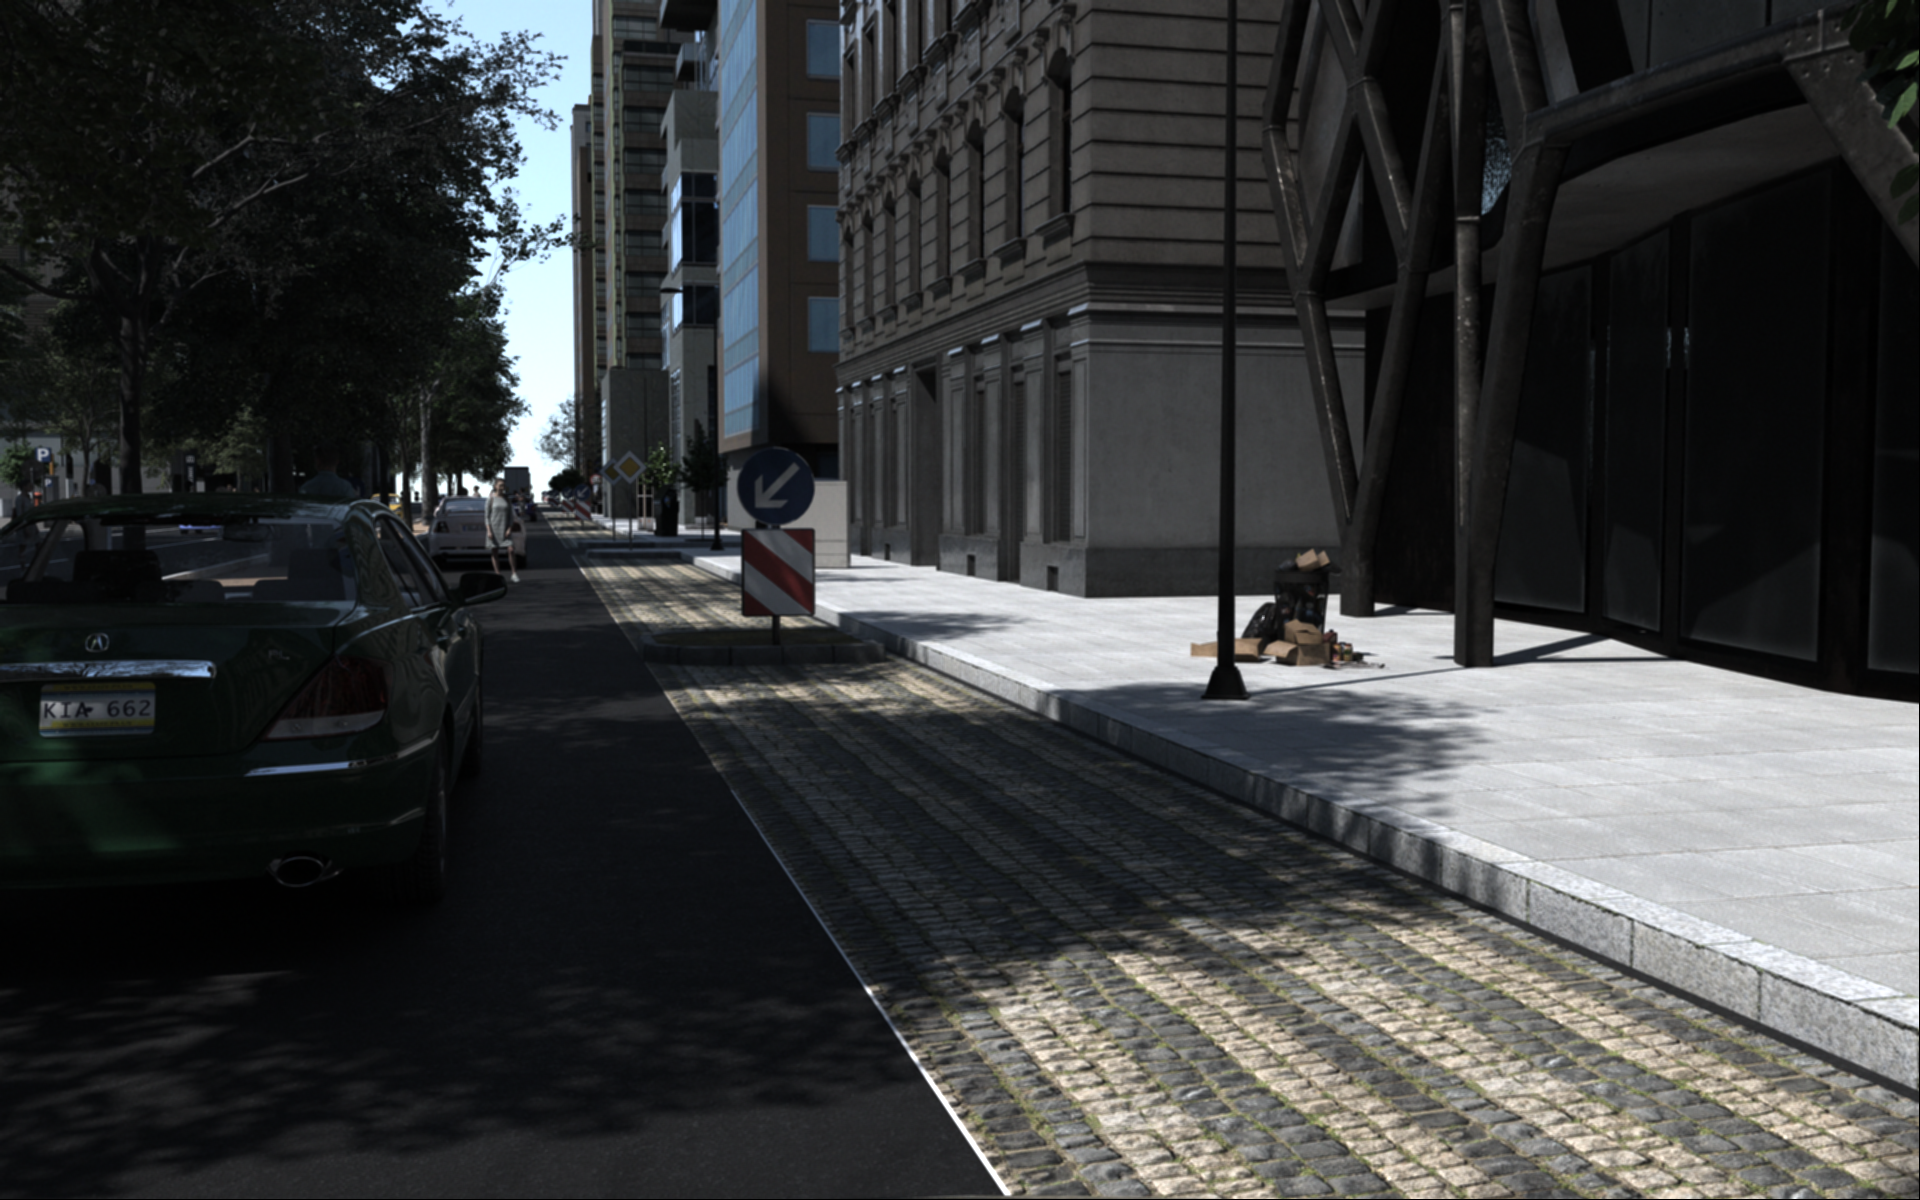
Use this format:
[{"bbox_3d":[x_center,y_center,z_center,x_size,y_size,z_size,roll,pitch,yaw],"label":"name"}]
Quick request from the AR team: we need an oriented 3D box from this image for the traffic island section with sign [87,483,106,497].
[{"bbox_3d":[-31.814,-3.370,63.726,1.989,1.847,2.006,-1,4,-14],"label":"traffic island section with sign"}]

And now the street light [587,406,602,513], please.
[{"bbox_3d":[-18.833,-7.248,91.044,1.470,5.913,1.316,-1,4,-14],"label":"street light"}]

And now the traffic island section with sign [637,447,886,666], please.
[{"bbox_3d":[-1.832,-0.410,15.337,1.989,1.847,2.006,-1,4,-14],"label":"traffic island section with sign"}]

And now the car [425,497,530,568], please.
[{"bbox_3d":[-9.718,-1.379,34.917,2.083,1.381,4.827,-1,4,-15],"label":"car"}]

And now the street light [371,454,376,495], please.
[{"bbox_3d":[-66.724,-13.803,198.227,1.470,5.913,1.316,-1,4,-14],"label":"street light"}]

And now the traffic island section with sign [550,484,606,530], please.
[{"bbox_3d":[-15.171,-3.693,69.011,1.989,1.847,2.006,-1,4,-14],"label":"traffic island section with sign"}]

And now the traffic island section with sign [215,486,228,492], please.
[{"bbox_3d":[-38.316,-4.970,89.888,1.989,1.847,2.006,-1,4,-14],"label":"traffic island section with sign"}]

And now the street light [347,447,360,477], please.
[{"bbox_3d":[-60.377,-12.221,172.358,1.470,5.913,1.316,-1,4,-14],"label":"street light"}]

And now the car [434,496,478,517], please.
[{"bbox_3d":[-16.951,-2.870,59.289,2.083,1.381,4.827,-1,4,-12],"label":"car"}]

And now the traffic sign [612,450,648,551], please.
[{"bbox_3d":[-7.487,-2.182,39.312,0.795,2.450,0.064,-1,4,-14],"label":"traffic sign"}]

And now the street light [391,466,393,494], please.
[{"bbox_3d":[-73.596,-15.508,226.094,1.470,5.913,1.316,-1,4,-14],"label":"street light"}]

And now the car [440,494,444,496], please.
[{"bbox_3d":[-71.971,-14.055,239.387,1.945,1.707,3.694,-1,4,-15],"label":"car"}]

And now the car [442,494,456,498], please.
[{"bbox_3d":[-46.741,-8.976,158.755,2.014,1.417,4.499,-1,4,-14],"label":"car"}]

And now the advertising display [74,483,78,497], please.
[{"bbox_3d":[-51.511,-5.836,100.634,0.123,1.923,0.974,0,4,-7],"label":"advertising display"}]

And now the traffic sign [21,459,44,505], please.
[{"bbox_3d":[-33.510,-3.823,62.613,0.768,2.556,0.104,-1,4,-13],"label":"traffic sign"}]

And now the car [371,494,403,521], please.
[{"bbox_3d":[-27.370,-4.426,82.588,2.015,1.641,3.980,-1,4,-16],"label":"car"}]

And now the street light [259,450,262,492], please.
[{"bbox_3d":[-46.527,-8.810,116.591,1.470,5.913,1.316,-1,4,-14],"label":"street light"}]

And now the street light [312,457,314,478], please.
[{"bbox_3d":[-53.385,-10.515,144.460,1.470,5.913,1.316,-1,4,-14],"label":"street light"}]

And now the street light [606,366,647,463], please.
[{"bbox_3d":[-11.948,-5.522,62.834,1.470,5.913,1.316,-1,4,-14],"label":"street light"}]

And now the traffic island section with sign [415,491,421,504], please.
[{"bbox_3d":[-77.165,-14.532,246.229,1.989,1.847,2.006,-1,4,-14],"label":"traffic island section with sign"}]

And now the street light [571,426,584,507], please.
[{"bbox_3d":[-25.824,-8.971,119.212,1.470,5.913,1.316,-1,4,-14],"label":"street light"}]

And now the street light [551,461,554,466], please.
[{"bbox_3d":[-50.392,-15.013,218.001,1.470,5.913,1.316,-1,4,-14],"label":"street light"}]

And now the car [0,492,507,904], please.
[{"bbox_3d":[-3.016,0.276,7.278,2.131,1.459,4.920,-1,4,-13],"label":"car"}]

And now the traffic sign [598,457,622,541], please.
[{"bbox_3d":[-9.413,-2.656,47.063,0.795,2.450,0.064,-1,4,-14],"label":"traffic sign"}]

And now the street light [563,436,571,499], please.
[{"bbox_3d":[-30.665,-10.136,138.271,1.470,5.913,1.316,-1,4,-14],"label":"street light"}]

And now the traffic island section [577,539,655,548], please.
[{"bbox_3d":[-9.392,-1.521,47.145,2.009,0.180,2.903,-1,4,-14],"label":"traffic island section"}]

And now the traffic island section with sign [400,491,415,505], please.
[{"bbox_3d":[-70.536,-12.900,219.542,1.989,1.847,2.006,-1,4,-14],"label":"traffic island section with sign"}]

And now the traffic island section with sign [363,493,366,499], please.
[{"bbox_3d":[-57.232,-9.625,166.004,1.989,1.847,2.006,-1,4,-14],"label":"traffic island section with sign"}]

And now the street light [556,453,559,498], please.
[{"bbox_3d":[-44.476,-13.564,194.308,1.470,5.913,1.316,-1,4,-14],"label":"street light"}]

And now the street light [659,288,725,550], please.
[{"bbox_3d":[-6.073,-4.080,39.253,1.470,5.913,1.316,-1,4,-14],"label":"street light"}]

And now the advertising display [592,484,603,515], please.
[{"bbox_3d":[-22.462,-6.296,108.152,0.974,1.923,0.123,-2,4,-23],"label":"advertising display"}]

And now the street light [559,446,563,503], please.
[{"bbox_3d":[-37.471,-11.842,166.153,1.470,5.913,1.316,-1,4,-14],"label":"street light"}]

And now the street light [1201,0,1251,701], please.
[{"bbox_3d":[1.149,-2.329,10.620,1.470,5.913,1.316,-1,4,-14],"label":"street light"}]

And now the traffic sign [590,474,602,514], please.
[{"bbox_3d":[-22.983,-6.687,109.440,0.768,2.556,0.104,-1,4,-9],"label":"traffic sign"}]

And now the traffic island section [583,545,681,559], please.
[{"bbox_3d":[-7.466,-1.047,39.395,2.009,0.180,2.903,-1,4,-14],"label":"traffic island section"}]

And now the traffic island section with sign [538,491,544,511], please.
[{"bbox_3d":[-33.673,-8.246,143.457,1.989,1.847,2.006,-1,4,-14],"label":"traffic island section with sign"}]

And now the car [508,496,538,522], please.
[{"bbox_3d":[-22.883,-4.724,89.814,1.945,1.354,3.894,-1,4,-16],"label":"car"}]

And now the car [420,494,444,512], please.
[{"bbox_3d":[-42.918,-8.035,140.957,1.945,1.707,3.694,-1,4,-13],"label":"car"}]

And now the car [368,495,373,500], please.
[{"bbox_3d":[-45.897,-7.575,136.437,1.945,1.354,3.894,-1,4,-14],"label":"car"}]

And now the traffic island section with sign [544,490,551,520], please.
[{"bbox_3d":[-21.678,-5.293,95.172,1.989,1.847,2.006,-1,4,-14],"label":"traffic island section with sign"}]
